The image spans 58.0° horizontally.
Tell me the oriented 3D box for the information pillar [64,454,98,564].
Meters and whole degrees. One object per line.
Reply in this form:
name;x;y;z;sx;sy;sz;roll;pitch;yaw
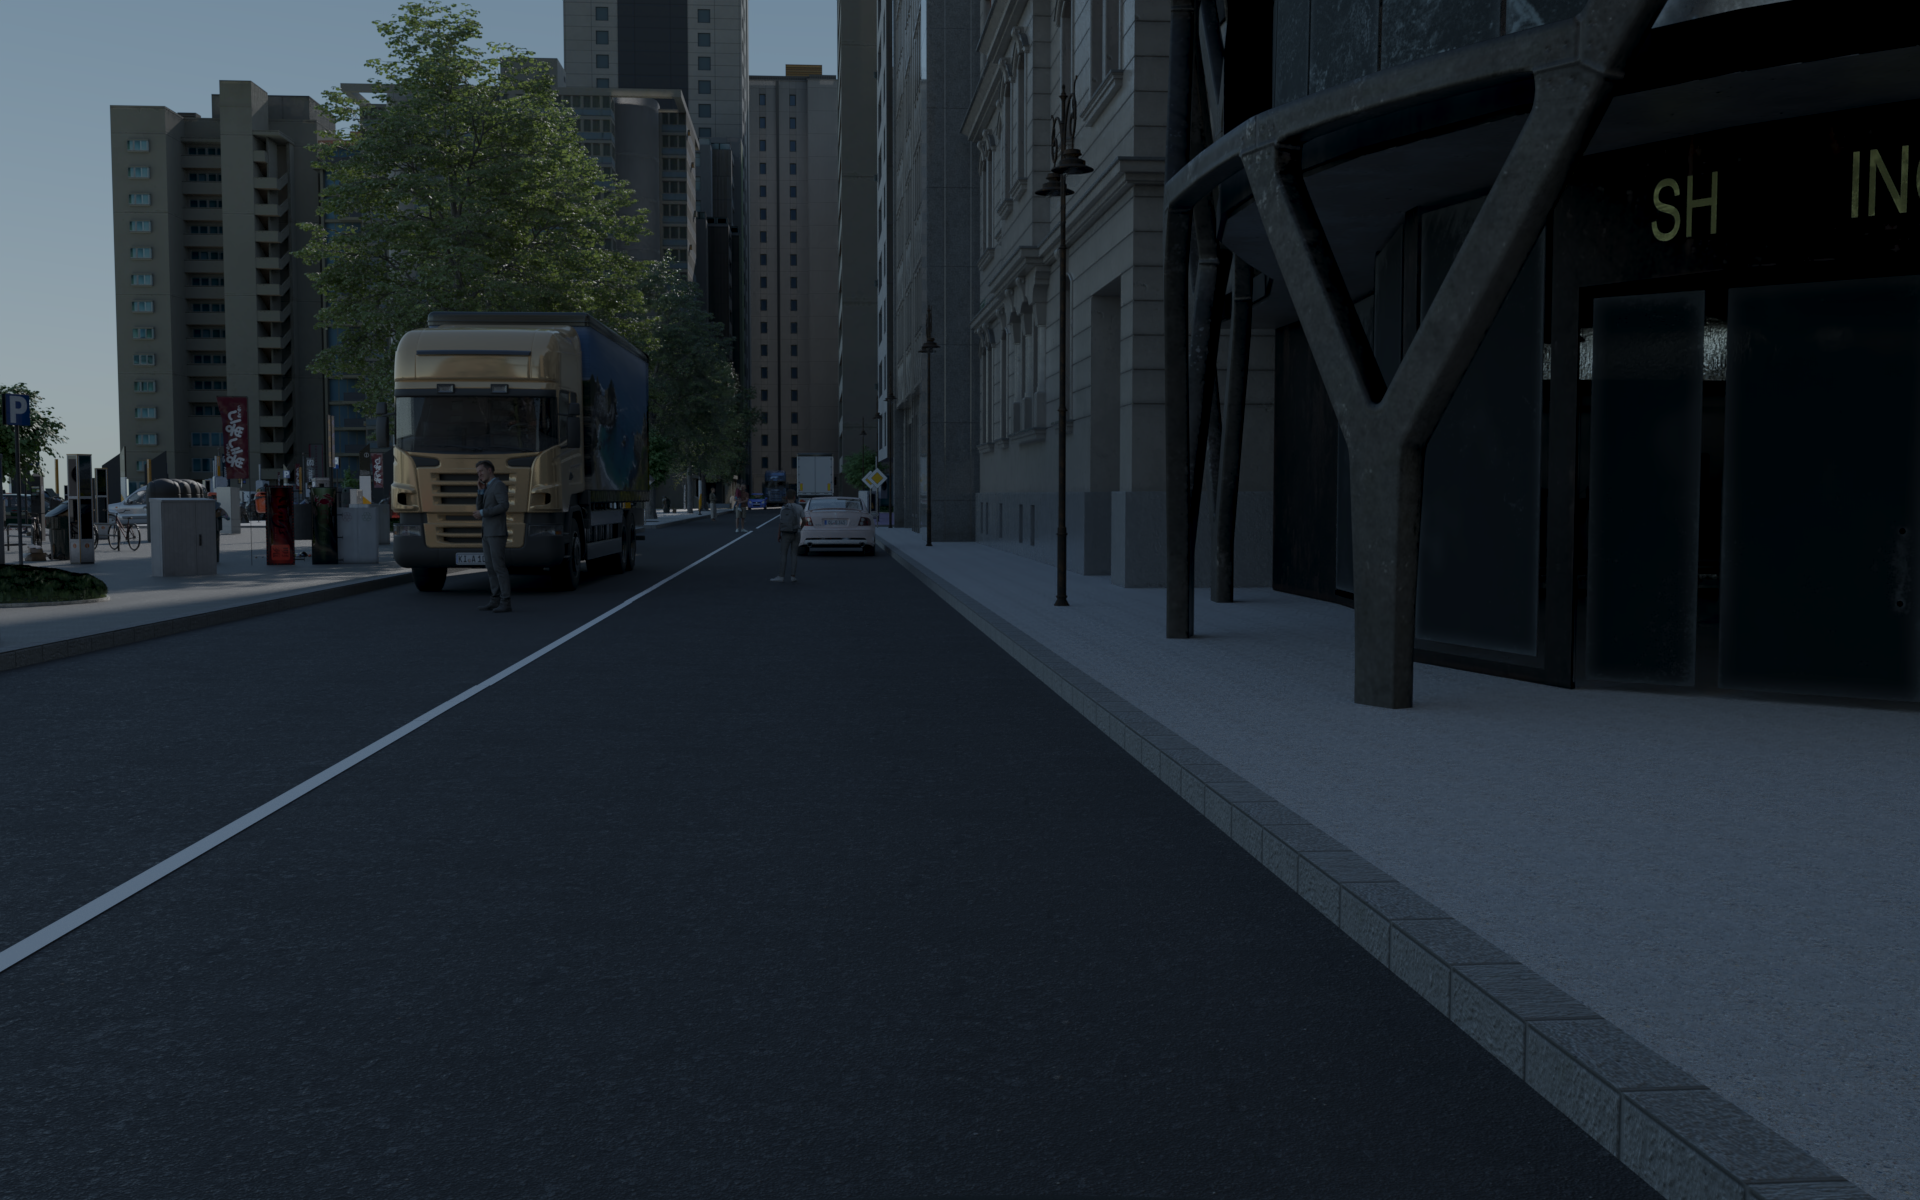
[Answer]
information pillar;-16.107;-1.666;31.729;0.304;2.012;0.304;2;4;27

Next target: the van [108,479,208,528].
van;-31.615;-3.716;67.764;4.112;2.044;2.013;0;4;-6

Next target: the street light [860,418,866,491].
street light;-5.762;-7.973;103.141;0.468;5.910;1.993;0;4;-5

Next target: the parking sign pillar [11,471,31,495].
parking sign pillar;-71.211;-8.739;131.358;1.447;3.967;1.447;-1;4;-21

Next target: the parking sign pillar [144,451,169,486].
parking sign pillar;-49.862;-7.280;107.503;1.447;3.967;1.447;-1;4;-8

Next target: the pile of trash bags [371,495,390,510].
pile of trash bags;-30.384;-4.946;90.623;3.447;1.369;1.912;3;4;36

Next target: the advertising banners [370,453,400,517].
advertising banners;-23.944;-4.729;73.510;2.074;3.025;0.090;0;4;-3

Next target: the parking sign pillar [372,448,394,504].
parking sign pillar;-32.306;-6.661;97.382;1.447;3.967;1.447;0;4;-3

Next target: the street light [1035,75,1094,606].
street light;1.169;-2.871;19.722;0.468;5.910;1.993;0;4;-5

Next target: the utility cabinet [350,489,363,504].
utility cabinet;-27.169;-4.242;78.041;0.318;1.500;1.173;0;4;-7

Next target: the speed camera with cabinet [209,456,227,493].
speed camera with cabinet;-38.071;-5.823;89.545;0.660;3.252;2.038;-3;4;-36

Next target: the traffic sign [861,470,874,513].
traffic sign;-3.808;-4.293;73.827;0.795;2.450;0.064;0;4;-5

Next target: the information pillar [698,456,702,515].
information pillar;-15.895;-7.004;105.877;0.183;3.616;0.504;-1;4;-19

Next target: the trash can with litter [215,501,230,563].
trash can with litter;-13.996;-1.252;31.862;0.624;1.170;1.055;1;4;14

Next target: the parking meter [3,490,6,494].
parking meter;-62.846;-6.442;113.742;0.372;1.533;0.369;0;3;0

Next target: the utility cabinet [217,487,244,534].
utility cabinet;-23.360;-2.854;55.346;0.318;1.500;1.173;-3;5;-43

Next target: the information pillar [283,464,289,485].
information pillar;-52.688;-8.812;135.432;0.504;3.616;0.183;2;4;31

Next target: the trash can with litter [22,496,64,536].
trash can with litter;-28.272;-2.594;53.470;1.678;1.210;2.233;1;4;20

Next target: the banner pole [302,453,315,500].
banner pole;-39.398;-7.012;104.666;0.863;3.779;0.401;0;4;-6

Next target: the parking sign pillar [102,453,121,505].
parking sign pillar;-53.845;-7.446;110.218;1.447;3.967;1.447;0;4;-3

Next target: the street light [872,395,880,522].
street light;-3.838;-6.594;80.592;0.468;5.910;1.993;0;4;-5

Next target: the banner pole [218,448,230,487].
banner pole;-40.036;-6.371;94.182;0.401;3.779;0.863;2;4;32

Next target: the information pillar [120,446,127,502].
information pillar;-40.839;-5.703;84.597;0.504;3.616;0.183;3;5;40

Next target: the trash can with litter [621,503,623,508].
trash can with litter;-23.342;-6.566;118.409;1.678;1.210;2.233;2;4;25

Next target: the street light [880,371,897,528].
street light;-2.618;-5.645;65.076;0.468;5.910;1.993;0;4;-5

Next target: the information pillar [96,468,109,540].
information pillar;-24.147;-2.706;48.731;0.304;2.012;0.304;-2;4;-32

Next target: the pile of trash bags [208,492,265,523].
pile of trash bags;-34.595;-4.522;83.680;3.447;1.369;1.912;-3;4;-36

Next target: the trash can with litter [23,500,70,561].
trash can with litter;-17.520;-1.347;33.408;0.624;1.170;1.055;3;4;38

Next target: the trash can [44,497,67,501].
trash can;-39.455;-3.898;75.386;0.748;1.137;0.748;0;3;0

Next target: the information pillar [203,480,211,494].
information pillar;-39.685;-5.309;91.292;0.304;2.012;0.304;-3;5;-44

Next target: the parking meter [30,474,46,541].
parking meter;-25.215;-2.547;47.354;0.255;1.863;0.399;-1;4;-12

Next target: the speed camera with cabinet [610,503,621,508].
speed camera with cabinet;-25.824;-8.307;130.155;0.660;3.252;2.038;2;4;29

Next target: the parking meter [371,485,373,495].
parking meter;-43.667;-7.524;128.735;0.399;1.863;0.255;3;5;45

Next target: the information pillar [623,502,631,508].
information pillar;-14.727;-5.212;76.575;0.183;3.616;0.504;2;4;23

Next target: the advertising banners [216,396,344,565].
advertising banners;-12.244;-2.142;31.216;2.074;3.025;0.090;-1;4;-19

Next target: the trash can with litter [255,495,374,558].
trash can with litter;-13.052;-1.482;35.292;2.233;1.210;1.678;0;4;-5

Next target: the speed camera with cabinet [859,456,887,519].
speed camera with cabinet;-4.525;-5.864;90.212;0.660;3.252;2.038;2;4;28

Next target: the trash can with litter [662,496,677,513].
trash can with litter;-19.484;-6.423;116.397;1.055;1.170;0.624;-1;4;-10

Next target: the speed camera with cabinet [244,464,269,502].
speed camera with cabinet;-46.669;-7.367;114.791;0.660;3.252;2.038;1;4;16

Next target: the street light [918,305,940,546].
street light;-0.760;-4.261;42.462;0.468;5.910;1.993;0;4;-5

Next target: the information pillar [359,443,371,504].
information pillar;-27.233;-5.381;79.340;0.504;3.616;0.183;-1;4;-14

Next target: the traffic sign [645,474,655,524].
traffic sign;-13.271;-4.246;73.064;0.795;2.450;0.064;0;4;-5

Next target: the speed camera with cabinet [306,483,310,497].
speed camera with cabinet;-50.249;-8.583;134.661;0.660;3.252;2.038;0;4;-1

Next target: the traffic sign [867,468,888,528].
traffic sign;-3.147;-3.806;65.869;0.795;2.450;0.064;0;4;-5

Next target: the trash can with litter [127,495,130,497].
trash can with litter;-63.544;-7.419;132.359;2.233;1.210;1.678;3;5;39

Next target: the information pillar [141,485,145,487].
information pillar;-65.493;-8.226;138.981;0.304;2.012;0.304;2;4;33

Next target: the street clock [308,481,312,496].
street clock;-36.688;-5.722;98.120;0.471;2.002;0.358;-1;4;-17

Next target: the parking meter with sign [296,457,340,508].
parking meter with sign;-29.842;-5.171;80.802;1.738;3.016;0.543;-3;5;-45

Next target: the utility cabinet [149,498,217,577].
utility cabinet;-12.266;-0.992;27.383;0.306;1.237;1.020;2;4;26

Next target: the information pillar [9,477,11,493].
information pillar;-74.056;-8.794;135.139;0.504;3.616;0.183;2;4;33

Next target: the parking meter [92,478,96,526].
parking meter;-30.910;-3.451;62.128;0.255;1.863;0.399;-1;4;-9
